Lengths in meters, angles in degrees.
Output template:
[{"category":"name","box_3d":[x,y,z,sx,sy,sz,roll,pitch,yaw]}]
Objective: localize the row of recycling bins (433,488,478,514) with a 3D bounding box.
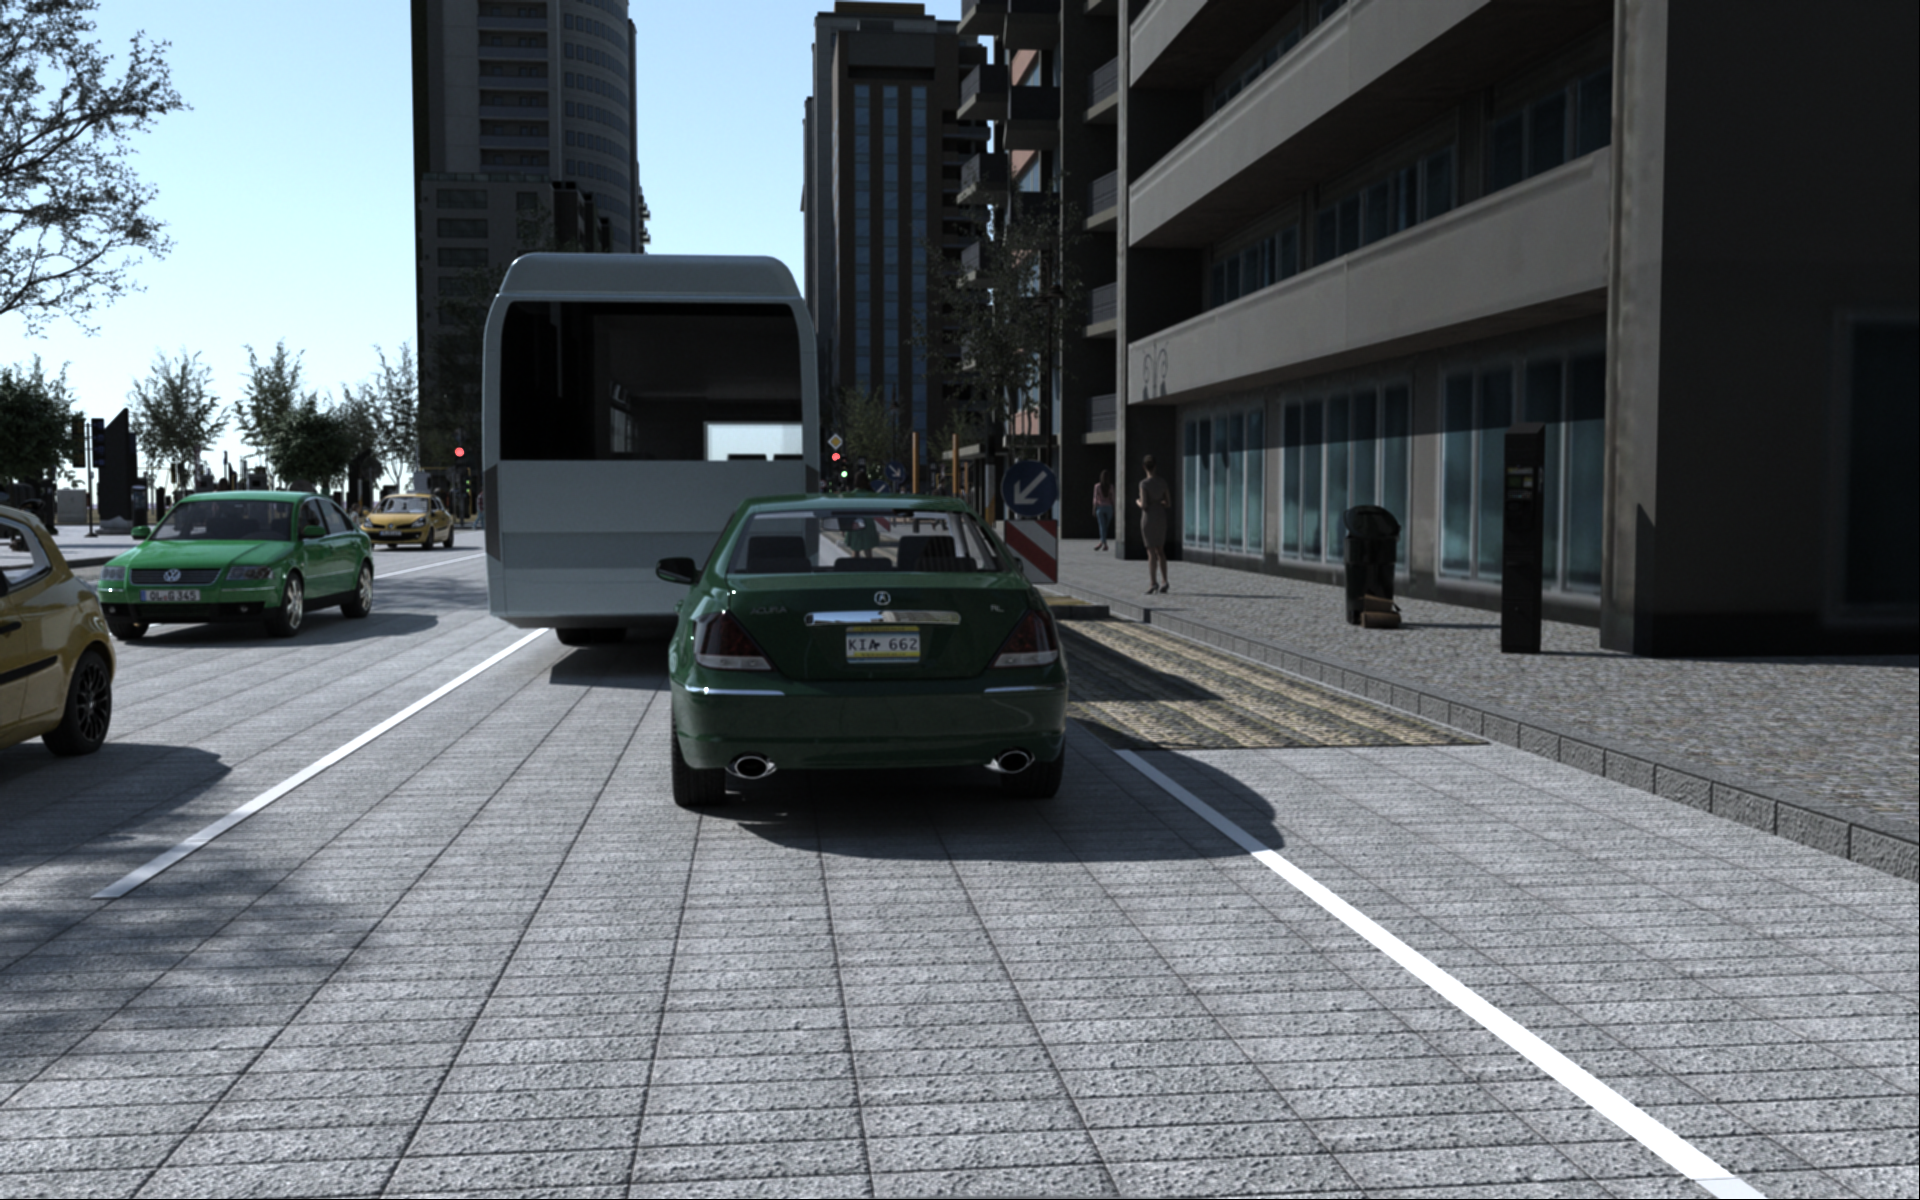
[{"category":"row of recycling bins","box_3d":[-31.518,-6.268,109.597,3.534,1.692,1.069,0,4,-7]}]

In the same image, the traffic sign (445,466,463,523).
[{"category":"traffic sign","box_3d":[-22.811,-4.770,78.089,0.768,2.556,0.104,0,4,-3]}]

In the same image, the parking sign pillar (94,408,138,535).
[{"category":"parking sign pillar","box_3d":[-26.532,-4.043,54.570,1.447,3.967,1.447,2,4,26]}]

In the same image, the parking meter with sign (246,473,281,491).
[{"category":"parking meter with sign","box_3d":[-26.270,-4.187,64.721,1.738,3.016,0.543,-2,4,-30]}]

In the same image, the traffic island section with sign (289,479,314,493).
[{"category":"traffic island section with sign","box_3d":[-17.523,-2.277,45.861,1.989,1.847,2.006,0,4,-6]}]

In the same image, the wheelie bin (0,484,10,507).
[{"category":"wheelie bin","box_3d":[-27.883,-2.576,50.032,0.980,1.594,0.693,0,4,7]}]

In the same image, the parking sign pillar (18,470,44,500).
[{"category":"parking sign pillar","box_3d":[-54.563,-6.924,101.681,1.447,3.967,1.447,3,5,45]}]

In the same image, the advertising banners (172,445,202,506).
[{"category":"advertising banners","box_3d":[-27.344,-3.985,61.345,0.090,3.025,2.074,0,4,4]}]

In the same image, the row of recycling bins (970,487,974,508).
[{"category":"row of recycling bins","box_3d":[2.123,-4.658,83.271,3.534,1.692,1.069,1,4,22]}]

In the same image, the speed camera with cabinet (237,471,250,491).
[{"category":"speed camera with cabinet","box_3d":[-52.259,-8.163,127.799,2.038,3.252,0.660,1,4,8]}]

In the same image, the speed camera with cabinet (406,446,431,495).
[{"category":"speed camera with cabinet","box_3d":[-21.940,-4.640,70.195,0.660,3.252,2.038,0,4,-5]}]

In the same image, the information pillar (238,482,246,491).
[{"category":"information pillar","box_3d":[-43.590,-6.159,105.192,0.304,2.012,0.304,3,4,38]}]

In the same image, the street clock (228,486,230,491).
[{"category":"street clock","box_3d":[-56.976,-7.953,134.609,0.358,2.002,0.471,1,4,11]}]

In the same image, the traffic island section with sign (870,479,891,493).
[{"category":"traffic island section with sign","box_3d":[-2.385,-2.371,47.388,1.989,1.847,2.006,0,4,-6]}]

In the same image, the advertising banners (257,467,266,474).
[{"category":"advertising banners","box_3d":[-45.481,-7.014,110.862,2.074,3.025,0.090,-1,4,-15]}]

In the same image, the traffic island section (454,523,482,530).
[{"category":"traffic island section","box_3d":[-20.263,-2.944,70.409,2.009,0.180,2.903,0,4,-6]}]

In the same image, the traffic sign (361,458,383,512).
[{"category":"traffic sign","box_3d":[-21.012,-3.777,61.862,0.768,2.556,0.104,0,4,-3]}]

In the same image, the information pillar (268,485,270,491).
[{"category":"information pillar","box_3d":[-58.010,-8.601,145.120,0.304,2.012,0.304,0,4,-4]}]

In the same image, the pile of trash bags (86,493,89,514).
[{"category":"pile of trash bags","box_3d":[-56.315,-6.416,114.655,3.447,1.369,1.912,-3,5,-40]}]

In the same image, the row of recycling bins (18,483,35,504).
[{"category":"row of recycling bins","box_3d":[-34.970,-3.485,64.094,1.069,1.692,3.534,-1,4,-16]}]

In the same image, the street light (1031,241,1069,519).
[{"category":"street light","box_3d":[1.646,-3.617,31.934,0.468,5.910,1.993,0,4,-6]}]

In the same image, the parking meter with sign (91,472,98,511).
[{"category":"parking meter with sign","box_3d":[-66.547,-8.451,134.437,0.543,3.016,1.738,3,4,38]}]

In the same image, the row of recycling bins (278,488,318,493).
[{"category":"row of recycling bins","box_3d":[-45.779,-6.885,119.678,3.534,1.692,1.069,2,4,26]}]

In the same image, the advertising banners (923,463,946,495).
[{"category":"advertising banners","box_3d":[-1.417,-6.226,97.990,0.090,3.025,2.074,3,4,36]}]

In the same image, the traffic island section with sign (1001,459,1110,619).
[{"category":"traffic island section with sign","box_3d":[0.612,-0.732,20.599,1.989,1.847,2.006,0,4,-6]}]

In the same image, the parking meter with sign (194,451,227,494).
[{"category":"parking meter with sign","box_3d":[-30.267,-4.468,69.309,1.738,3.016,0.543,-2,4,-31]}]

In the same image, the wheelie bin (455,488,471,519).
[{"category":"wheelie bin","box_3d":[-26.120,-5.077,90.914,0.693,1.594,0.980,-3,5,-42]}]

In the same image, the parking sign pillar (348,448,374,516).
[{"category":"parking sign pillar","box_3d":[-34.810,-6.859,100.610,1.447,3.967,1.447,0,4,1]}]

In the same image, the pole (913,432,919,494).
[{"category":"pole","box_3d":[-1.450,-3.867,57.070,0.158,3.312,0.155,0,3,0]}]

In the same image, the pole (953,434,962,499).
[{"category":"pole","box_3d":[-0.141,-3.970,58.746,0.158,3.312,0.155,0,3,0]}]

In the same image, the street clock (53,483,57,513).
[{"category":"street clock","box_3d":[-60.169,-6.762,115.122,0.358,2.002,0.471,-1,4,-15]}]

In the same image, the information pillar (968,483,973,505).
[{"category":"information pillar","box_3d":[0.644,-6.652,113.247,0.304,2.012,0.304,-1,4,-12]}]

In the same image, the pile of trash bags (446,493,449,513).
[{"category":"pile of trash bags","box_3d":[-41.266,-7.772,136.826,3.447,1.369,1.912,2,4,32]}]

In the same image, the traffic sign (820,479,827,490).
[{"category":"traffic sign","box_3d":[-11.966,-9.226,150.947,0.768,2.556,0.104,0,4,3]}]

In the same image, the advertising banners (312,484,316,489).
[{"category":"advertising banners","box_3d":[-52.695,-8.781,139.763,2.074,3.025,0.090,2,4,23]}]

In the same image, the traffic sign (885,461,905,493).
[{"category":"traffic sign","box_3d":[-2.511,-4.064,66.560,0.768,2.556,0.104,0,4,-4]}]

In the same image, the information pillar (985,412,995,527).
[{"category":"information pillar","box_3d":[0.847,-3.515,48.828,0.183,3.616,0.504,2,4,25]}]

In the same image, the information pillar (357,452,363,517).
[{"category":"information pillar","box_3d":[-33.516,-6.444,96.720,0.183,3.616,0.504,0,4,-4]}]

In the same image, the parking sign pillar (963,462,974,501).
[{"category":"parking sign pillar","box_3d":[0.810,-8.464,126.862,1.447,3.967,1.447,-3,5,-44]}]

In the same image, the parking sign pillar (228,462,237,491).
[{"category":"parking sign pillar","box_3d":[-62.028,-9.745,147.800,1.447,3.967,1.447,-1,4,-11]}]

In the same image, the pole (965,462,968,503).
[{"category":"pole","box_3d":[0.406,-7.104,109.988,0.158,3.312,0.155,0,3,0]}]

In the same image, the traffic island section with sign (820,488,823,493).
[{"category":"traffic island section with sign","box_3d":[-8.570,-5.750,102.636,1.989,1.847,2.006,0,4,-6]}]

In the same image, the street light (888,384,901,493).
[{"category":"street light","box_3d":[-2.713,-6.030,71.383,0.468,5.910,1.993,0,4,-6]}]

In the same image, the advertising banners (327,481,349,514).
[{"category":"advertising banners","box_3d":[-40.042,-7.051,111.472,2.074,3.025,0.090,-1,4,-17]}]

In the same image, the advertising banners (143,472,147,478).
[{"category":"advertising banners","box_3d":[-63.900,-8.486,134.941,2.074,3.025,0.090,2,4,33]}]

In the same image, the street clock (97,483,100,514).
[{"category":"street clock","box_3d":[-54.632,-6.445,109.950,0.358,2.002,0.471,-2,4,-35]}]
